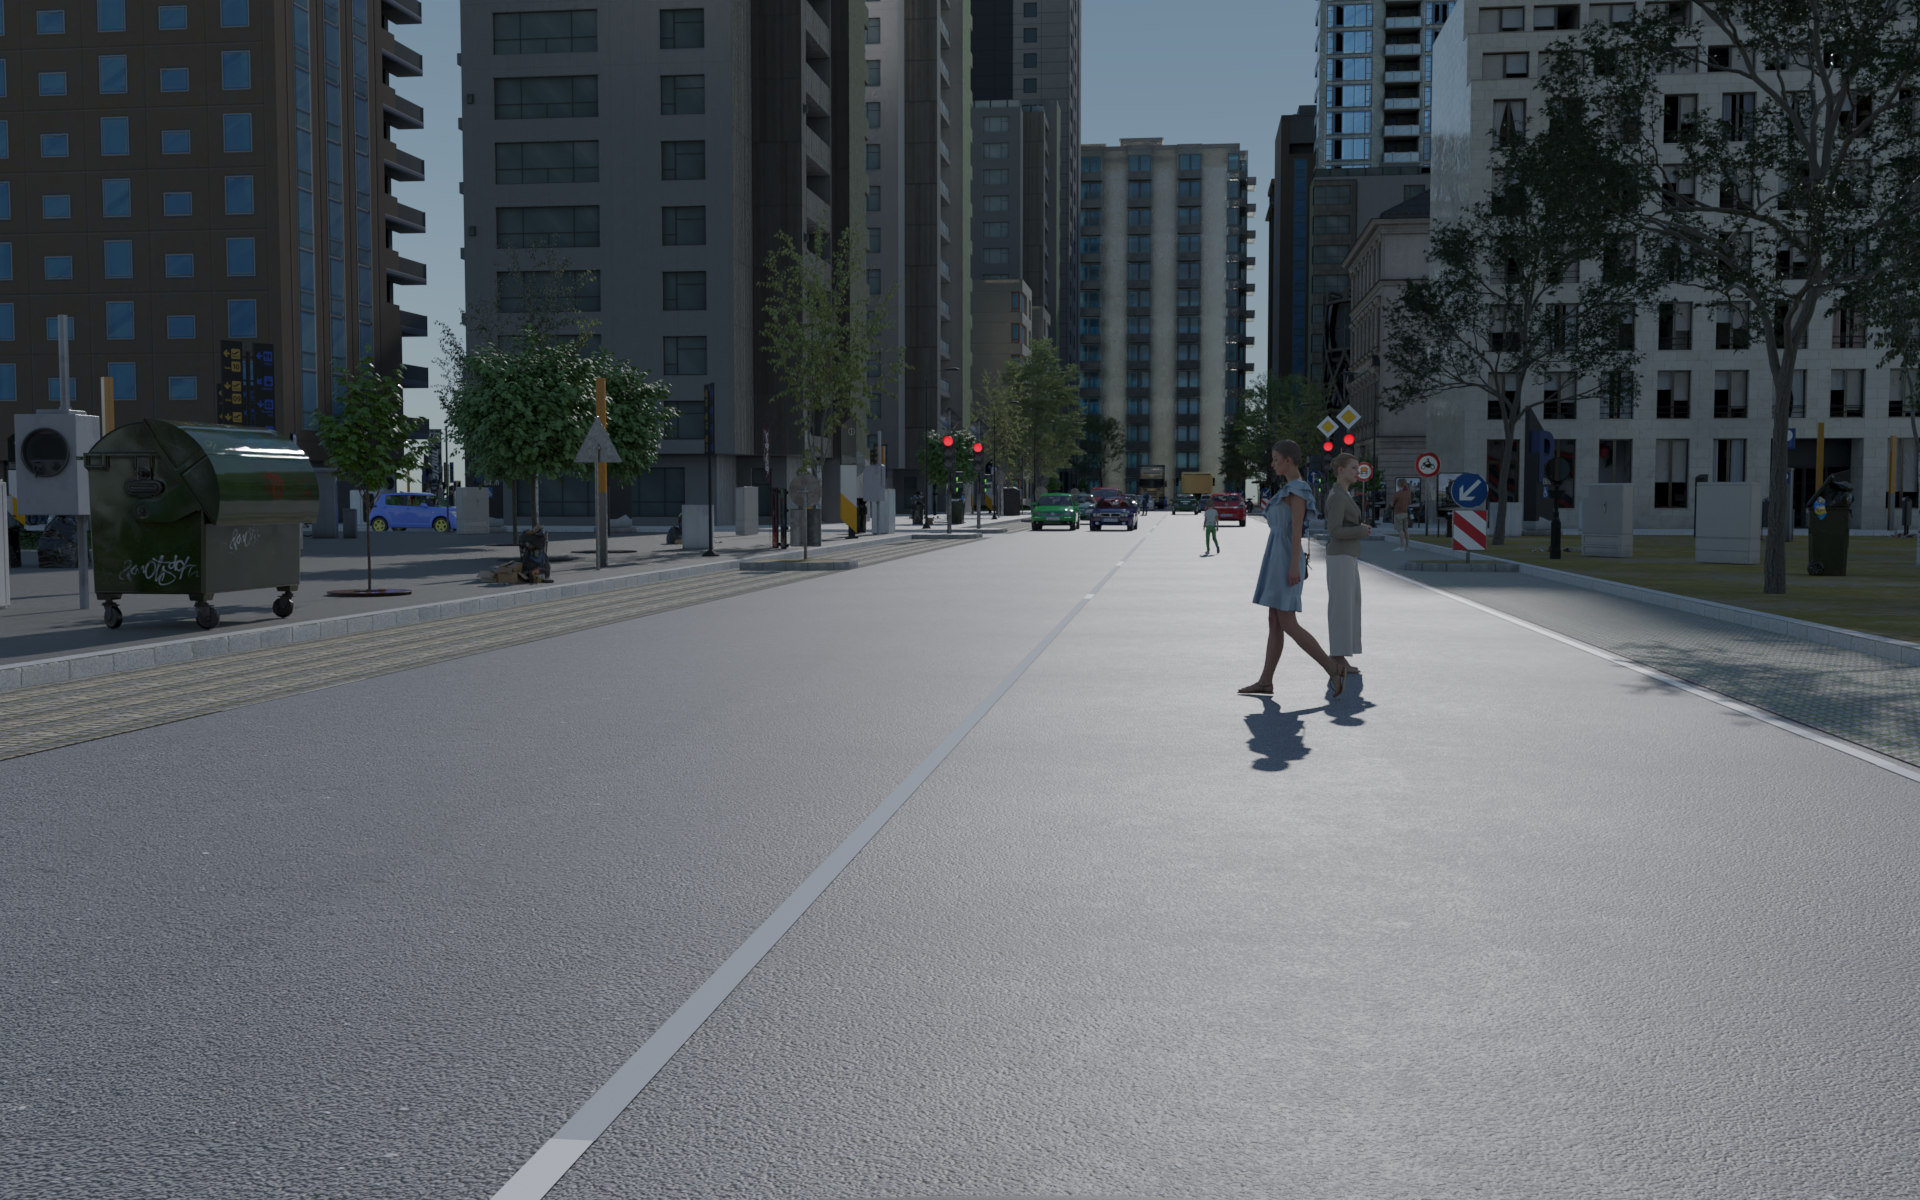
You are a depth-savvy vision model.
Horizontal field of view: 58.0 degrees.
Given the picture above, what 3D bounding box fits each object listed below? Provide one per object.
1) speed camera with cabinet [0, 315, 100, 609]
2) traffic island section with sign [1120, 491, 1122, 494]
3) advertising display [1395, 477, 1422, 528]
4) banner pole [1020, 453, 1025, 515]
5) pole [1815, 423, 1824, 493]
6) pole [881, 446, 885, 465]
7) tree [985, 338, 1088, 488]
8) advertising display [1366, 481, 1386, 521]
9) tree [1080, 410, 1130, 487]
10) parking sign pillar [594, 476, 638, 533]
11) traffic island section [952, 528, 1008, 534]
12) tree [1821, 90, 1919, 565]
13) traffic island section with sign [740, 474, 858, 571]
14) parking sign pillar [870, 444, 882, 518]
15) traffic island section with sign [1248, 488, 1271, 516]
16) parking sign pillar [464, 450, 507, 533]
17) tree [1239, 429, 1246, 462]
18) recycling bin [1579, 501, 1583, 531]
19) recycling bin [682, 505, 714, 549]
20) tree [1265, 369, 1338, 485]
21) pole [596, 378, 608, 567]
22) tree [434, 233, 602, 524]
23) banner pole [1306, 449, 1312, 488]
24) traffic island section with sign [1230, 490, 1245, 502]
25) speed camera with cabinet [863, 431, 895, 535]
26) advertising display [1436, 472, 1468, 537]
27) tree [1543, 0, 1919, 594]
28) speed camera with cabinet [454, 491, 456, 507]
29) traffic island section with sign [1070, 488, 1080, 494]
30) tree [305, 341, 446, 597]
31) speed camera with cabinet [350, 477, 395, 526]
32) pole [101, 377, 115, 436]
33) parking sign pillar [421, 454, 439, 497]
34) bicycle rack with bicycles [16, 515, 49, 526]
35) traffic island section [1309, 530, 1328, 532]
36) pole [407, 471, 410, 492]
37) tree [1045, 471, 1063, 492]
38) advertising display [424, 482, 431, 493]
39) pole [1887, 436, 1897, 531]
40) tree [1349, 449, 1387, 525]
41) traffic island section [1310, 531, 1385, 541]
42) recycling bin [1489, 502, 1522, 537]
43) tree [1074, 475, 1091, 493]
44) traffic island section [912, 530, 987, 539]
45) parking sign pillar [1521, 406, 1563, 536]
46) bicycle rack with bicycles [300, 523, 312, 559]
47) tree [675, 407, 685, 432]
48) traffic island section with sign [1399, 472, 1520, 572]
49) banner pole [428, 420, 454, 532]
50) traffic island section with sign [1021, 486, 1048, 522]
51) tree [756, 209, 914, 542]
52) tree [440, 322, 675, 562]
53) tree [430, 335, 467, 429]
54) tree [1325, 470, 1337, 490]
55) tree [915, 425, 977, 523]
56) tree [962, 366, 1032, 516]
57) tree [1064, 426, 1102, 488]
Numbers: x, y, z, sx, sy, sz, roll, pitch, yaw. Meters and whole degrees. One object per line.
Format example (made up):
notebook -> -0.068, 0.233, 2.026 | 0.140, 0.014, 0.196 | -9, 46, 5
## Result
speed camera with cabinet -> -10.596, -1.511, 19.035 | 2.038, 3.252, 0.660 | 0, 3, 0
traffic island section with sign -> 17.794, -11.251, 192.579 | 1.989, 1.847, 2.006 | 0, 4, 7
advertising display -> 16.958, -3.692, 65.583 | 0.974, 1.923, 0.123 | 2, 4, 26
banner pole -> 3.783, -7.120, 106.429 | 0.401, 3.779, 0.863 | 1, 4, 13
pole -> 24.553, -3.403, 49.489 | 0.158, 3.312, 0.155 | 0, 3, 0
pole -> -3.255, -4.853, 73.195 | 0.158, 3.312, 0.155 | 0, 3, 0
tree -> 5.585, -12.678, 125.412 | 7.486, 12.596, 7.792 | 0, 3, 0
advertising display -> 20.141, -4.812, 83.886 | 0.974, 1.923, 0.123 | 1, 4, 12
tree -> 17.530, -17.727, 215.585 | 9.928, 11.665, 9.643 | 0, 3, 0
parking sign pillar -> -11.395, -4.206, 57.247 | 1.447, 3.967, 1.447 | 1, 4, 23
traffic island section -> 0.669, -2.548, 63.934 | 2.009, 0.180, 2.903 | 0, 4, 7
tree -> 17.390, -4.929, 30.947 | 4.360, 8.622, 3.978 | 0, 3, 0
traffic island section with sign -> -3.018, -1.501, 33.165 | 1.989, 1.847, 2.006 | 0, 4, 7
parking sign pillar -> -4.823, -6.485, 94.506 | 1.447, 3.967, 1.447 | 1, 4, 17
traffic island section with sign -> 19.918, -6.424, 113.658 | 1.989, 1.847, 2.006 | 0, 4, 7
parking sign pillar -> -15.837, -4.229, 57.621 | 1.447, 3.967, 1.447 | 2, 4, 32
tree -> 30.396, -13.819, 176.302 | 4.360, 8.622, 3.978 | 0, 3, 0
recycling bin -> 22.038, -2.931, 60.468 | 0.722, 1.027, 0.722 | 2, 4, 29
recycling bin -> -6.133, -1.714, 40.573 | 0.722, 1.027, 0.722 | 0, 4, -7
tree -> 20.457, -9.300, 102.414 | 4.737, 8.622, 4.395 | 0, 3, 0
pole -> -6.306, -2.241, 30.490 | 0.158, 3.312, 0.155 | 0, 3, 0
tree -> -12.117, -5.995, 48.381 | 4.360, 8.622, 3.978 | 0, 3, 0
banner pole -> 19.371, -6.492, 96.156 | 0.401, 3.779, 0.863 | 2, 4, 33
traffic island section with sign -> 26.445, -9.479, 163.611 | 1.989, 1.847, 2.006 | 0, 4, 7
speed camera with cabinet -> -2.575, -3.722, 55.196 | 0.660, 3.252, 2.038 | 1, 4, 12
advertising display -> 14.635, -2.826, 51.419 | 0.974, 1.923, 0.123 | 0, 4, 0
tree -> 10.225, -5.349, 21.867 | 7.601, 10.594, 8.767 | -2, 4, -35
speed camera with cabinet -> -26.080, -6.038, 93.060 | 2.038, 3.252, 0.660 | -2, 4, -26
traffic island section with sign -> 7.678, -6.507, 115.017 | 1.989, 1.847, 2.006 | 0, 4, 7
tree -> -7.393, -1.676, 22.011 | 1.663, 3.219, 1.824 | 0, 3, 0
speed camera with cabinet -> -24.199, -4.711, 71.368 | 0.660, 3.252, 2.038 | 2, 4, 24
pole -> -14.856, -2.227, 30.262 | 0.158, 3.312, 0.155 | 0, 3, 0
parking sign pillar -> -35.053, -7.734, 114.928 | 1.447, 3.967, 1.447 | 1, 4, 18
bicycle rack with bicycles -> -38.393, -3.505, 70.694 | 2.852, 0.926, 2.925 | 2, 4, 28
traffic island section -> 13.204, -2.448, 62.298 | 2.009, 0.180, 2.903 | 0, 4, 7
pole -> -40.526, -8.161, 127.268 | 0.158, 3.312, 0.155 | 0, 3, 0
tree -> 7.282, -8.754, 137.726 | 1.663, 3.219, 1.824 | 0, 3, 0
advertising display -> -29.394, -5.531, 95.651 | 0.123, 1.923, 0.974 | 0, 4, 0
pole -> 32.543, -4.075, 60.471 | 0.158, 3.312, 0.155 | 0, 3, 0
tree -> 17.071, -4.790, 72.926 | 1.663, 3.219, 1.824 | 0, 3, 0
traffic island section -> 12.170, -1.963, 54.380 | 2.009, 0.180, 2.903 | 0, 4, 7
recycling bin -> 16.374, -2.411, 51.977 | 0.722, 1.027, 0.722 | 0, 4, -7
tree -> 12.063, -10.858, 172.130 | 1.663, 3.219, 1.824 | 0, 3, 0
traffic island section -> -0.365, -2.063, 56.016 | 2.009, 0.180, 2.903 | 0, 4, 7
parking sign pillar -> 17.796, -3.958, 53.183 | 1.447, 3.967, 1.447 | 3, 5, 42
bicycle rack with bicycles -> -13.947, -1.241, 33.670 | 2.852, 0.926, 2.925 | 1, 4, 16
tree -> -7.746, -3.318, 37.969 | 4.285, 4.588, 4.351 | 0, 3, 0
traffic island section with sign -> 9.340, -1.463, 32.554 | 1.989, 1.847, 2.006 | 0, 4, 7
banner pole -> -17.568, -4.191, 58.542 | 0.863, 3.779, 0.401 | 0, 4, 1
traffic island section with sign -> 4.179, -4.872, 88.289 | 1.989, 1.847, 2.006 | 0, 4, 7
tree -> -3.575, -5.843, 45.895 | 4.737, 8.622, 4.395 | 0, 3, 0
tree -> -8.172, -3.031, 33.276 | 4.285, 4.588, 4.351 | 0, 3, 0
tree -> -22.239, -7.901, 79.545 | 4.737, 8.622, 4.395 | 0, 3, 0
tree -> 17.634, -5.226, 80.045 | 1.663, 3.219, 1.824 | 0, 3, 0
tree -> -0.430, -5.720, 77.229 | 4.285, 4.588, 4.351 | 0, 3, 0
tree -> 2.246, -9.071, 98.678 | 4.360, 8.622, 3.978 | 0, 3, 0
tree -> 13.065, -14.398, 185.765 | 4.360, 8.622, 3.978 | 0, 3, 0
